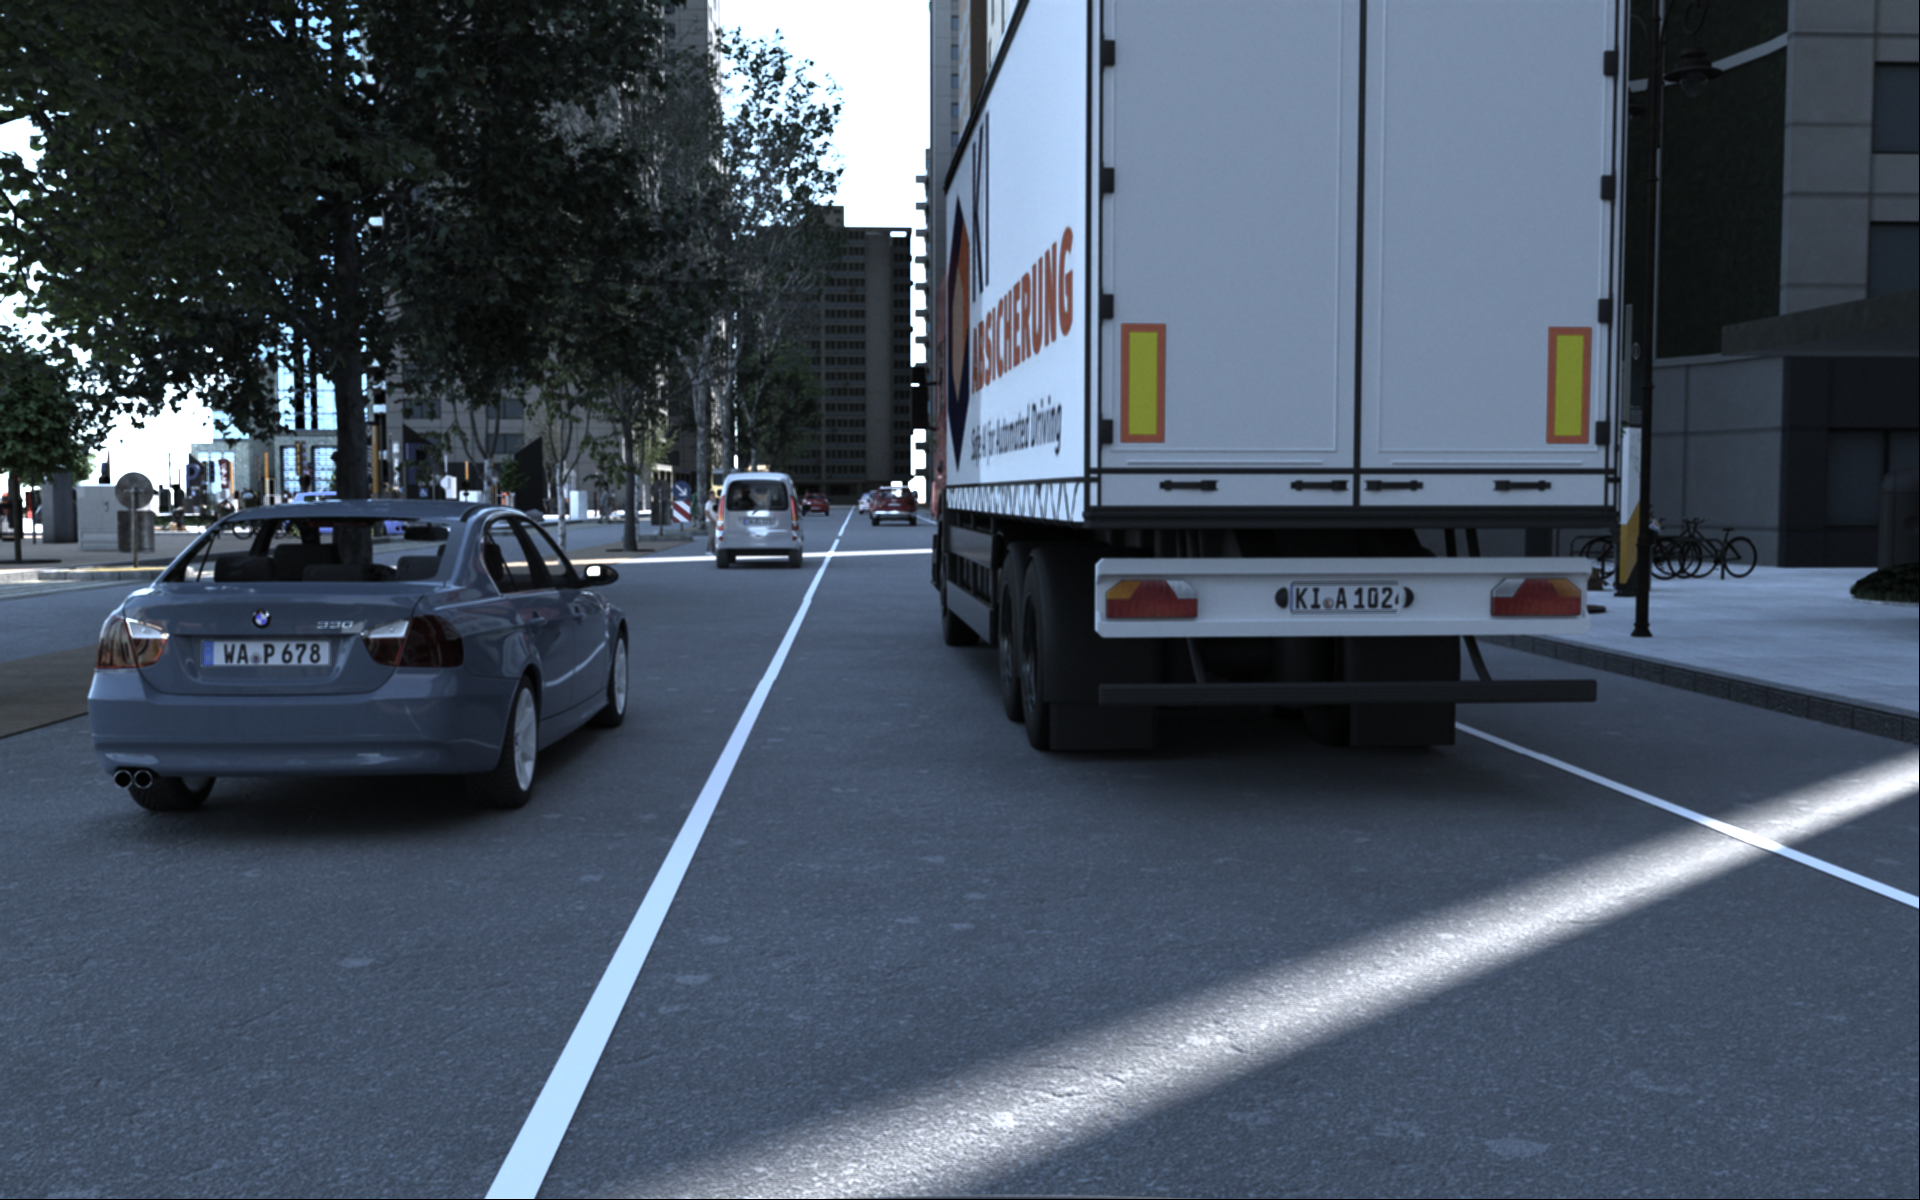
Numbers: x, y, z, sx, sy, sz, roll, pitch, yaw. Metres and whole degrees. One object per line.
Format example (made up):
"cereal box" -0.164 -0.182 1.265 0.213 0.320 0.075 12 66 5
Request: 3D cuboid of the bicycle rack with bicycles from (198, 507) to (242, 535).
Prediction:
"bicycle rack with bicycles" -20.069 -2.245 50.085 2.925 0.926 2.852 0 4 8

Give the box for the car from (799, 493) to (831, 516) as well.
"car" -9.617 -6.486 115.085 2.155 1.783 4.494 0 4 -5

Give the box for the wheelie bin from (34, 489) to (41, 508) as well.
"wheelie bin" -61.208 -6.553 115.056 0.693 1.594 0.980 2 4 27

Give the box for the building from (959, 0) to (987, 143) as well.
"building" 7.201 -29.298 129.128 14.600 45.320 14.200 0 4 -3

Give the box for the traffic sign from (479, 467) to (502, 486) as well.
"traffic sign" -16.318 -3.460 60.218 0.795 2.450 0.064 0 4 -3

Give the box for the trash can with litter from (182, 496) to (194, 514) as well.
"trash can with litter" -37.180 -4.481 84.315 2.233 1.210 1.678 -1 4 -17

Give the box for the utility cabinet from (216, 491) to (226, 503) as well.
"utility cabinet" -50.311 -6.682 117.930 0.318 1.500 1.173 0 4 -6

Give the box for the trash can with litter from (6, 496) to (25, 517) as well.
"trash can with litter" -52.095 -5.164 95.497 1.678 1.210 2.233 0 4 -7

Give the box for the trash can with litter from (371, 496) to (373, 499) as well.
"trash can with litter" -40.608 -6.555 118.557 0.624 1.170 1.055 2 4 28

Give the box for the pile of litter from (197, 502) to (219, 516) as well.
"pile of litter" -31.688 -3.611 73.004 1.719 0.858 1.176 2 4 33

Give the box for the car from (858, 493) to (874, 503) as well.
"car" -7.721 -8.435 147.503 1.945 1.707 3.694 0 4 -3

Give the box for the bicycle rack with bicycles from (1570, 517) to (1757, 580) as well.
"bicycle rack with bicycles" 10.797 -0.820 26.792 2.925 0.926 2.852 0 4 6

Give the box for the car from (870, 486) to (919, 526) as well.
"car" -3.024 -4.341 79.645 2.281 1.827 5.304 0 4 -2

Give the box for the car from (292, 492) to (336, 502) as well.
"car" -19.348 -2.753 54.607 3.694 1.707 1.945 0 4 -3

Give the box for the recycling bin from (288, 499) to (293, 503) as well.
"recycling bin" -37.517 -5.108 96.066 0.722 1.027 0.722 2 4 31

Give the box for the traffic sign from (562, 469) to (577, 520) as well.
"traffic sign" -19.543 -5.290 86.605 0.768 2.556 0.104 0 4 3

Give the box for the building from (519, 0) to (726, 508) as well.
"building" -37.959 -46.464 197.939 20.611 71.187 20.563 0 4 -3

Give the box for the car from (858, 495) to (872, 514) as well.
"car" -6.379 -6.932 125.699 2.083 1.381 4.827 0 4 -2

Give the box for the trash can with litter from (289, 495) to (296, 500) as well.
"trash can with litter" -38.654 -5.415 99.593 2.233 1.210 1.678 0 4 -4

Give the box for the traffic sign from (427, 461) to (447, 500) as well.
"traffic sign" -15.858 -2.973 52.247 0.795 2.450 0.064 0 4 -3

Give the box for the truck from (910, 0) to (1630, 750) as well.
"truck" 1.273 -1.477 13.058 2.839 4.237 11.283 0 4 -5

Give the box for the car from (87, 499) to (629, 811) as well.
"car" -2.895 0.174 9.157 2.014 1.417 4.499 0 4 -2

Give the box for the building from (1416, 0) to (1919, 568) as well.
"building" 15.430 -36.698 38.260 20.563 71.187 20.611 0 4 -3

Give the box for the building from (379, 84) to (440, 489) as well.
"building" -34.922 -43.123 143.319 20.563 71.187 20.611 0 4 -3

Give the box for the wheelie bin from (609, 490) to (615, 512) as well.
"wheelie bin" -25.058 -7.077 123.612 0.980 1.594 0.693 0 4 7

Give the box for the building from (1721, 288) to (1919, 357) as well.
"building" 19.350 -21.299 2.863 22.147 44.769 28.867 0 4 -3

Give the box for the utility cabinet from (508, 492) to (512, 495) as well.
"utility cabinet" -32.727 -7.197 126.349 0.318 1.500 1.173 -1 4 -18

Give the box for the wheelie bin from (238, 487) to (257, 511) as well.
"wheelie bin" -32.712 -4.381 79.531 0.980 1.594 0.693 3 5 39

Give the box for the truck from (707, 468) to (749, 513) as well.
"truck" -17.164 -8.257 130.933 3.469 3.379 9.791 0 4 -2

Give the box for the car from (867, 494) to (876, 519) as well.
"car" -4.423 -5.676 101.846 2.155 1.783 4.494 0 4 -3

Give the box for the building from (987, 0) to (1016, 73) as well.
"building" 15.873 -31.273 100.558 28.713 52.752 27.495 0 4 -3

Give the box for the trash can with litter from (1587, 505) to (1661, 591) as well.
"trash can with litter" 8.697 -0.709 22.987 1.055 1.170 0.624 1 4 10

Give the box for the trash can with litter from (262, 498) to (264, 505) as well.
"trash can with litter" -51.877 -7.195 129.018 1.055 1.170 0.624 1 4 10

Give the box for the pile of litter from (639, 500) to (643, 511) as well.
"pile of litter" -24.371 -7.111 130.226 1.176 0.858 1.719 -1 4 -13

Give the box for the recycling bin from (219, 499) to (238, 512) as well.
"recycling bin" -34.846 -4.278 82.502 0.722 1.027 0.722 -1 4 -12

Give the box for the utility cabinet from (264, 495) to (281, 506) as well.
"utility cabinet" -37.402 -5.096 94.485 0.306 1.237 1.020 3 5 40

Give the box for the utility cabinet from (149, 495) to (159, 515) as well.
"utility cabinet" -46.411 -5.406 99.542 0.306 1.237 1.020 0 4 -1

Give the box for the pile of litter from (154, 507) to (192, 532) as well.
"pile of litter" -27.079 -2.785 59.492 1.176 0.858 1.719 -2 4 -32

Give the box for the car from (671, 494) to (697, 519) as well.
"car" -15.671 -5.472 99.250 2.009 1.686 4.222 0 4 -2

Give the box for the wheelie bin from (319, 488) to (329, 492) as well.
"wheelie bin" -32.733 -4.961 89.023 0.693 1.594 0.980 -3 4 -37

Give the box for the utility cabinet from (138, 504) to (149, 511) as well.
"utility cabinet" -40.036 -4.634 84.438 1.173 1.500 0.318 2 4 32

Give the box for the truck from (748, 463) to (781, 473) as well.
"truck" -17.957 -10.365 158.377 2.839 4.237 11.283 0 4 -2

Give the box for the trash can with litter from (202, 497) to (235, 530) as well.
"trash can with litter" -25.474 -2.941 59.478 1.055 1.170 0.624 0 4 1

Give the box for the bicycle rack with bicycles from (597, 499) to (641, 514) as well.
"bicycle rack with bicycles" -22.906 -6.169 114.242 2.852 0.926 2.925 2 4 33

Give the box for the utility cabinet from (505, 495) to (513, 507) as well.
"utility cabinet" -24.117 -5.046 93.660 0.306 1.237 1.020 2 4 32

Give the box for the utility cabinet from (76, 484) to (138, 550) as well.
"utility cabinet" -19.254 -1.857 39.036 1.173 1.500 0.318 0 4 3
